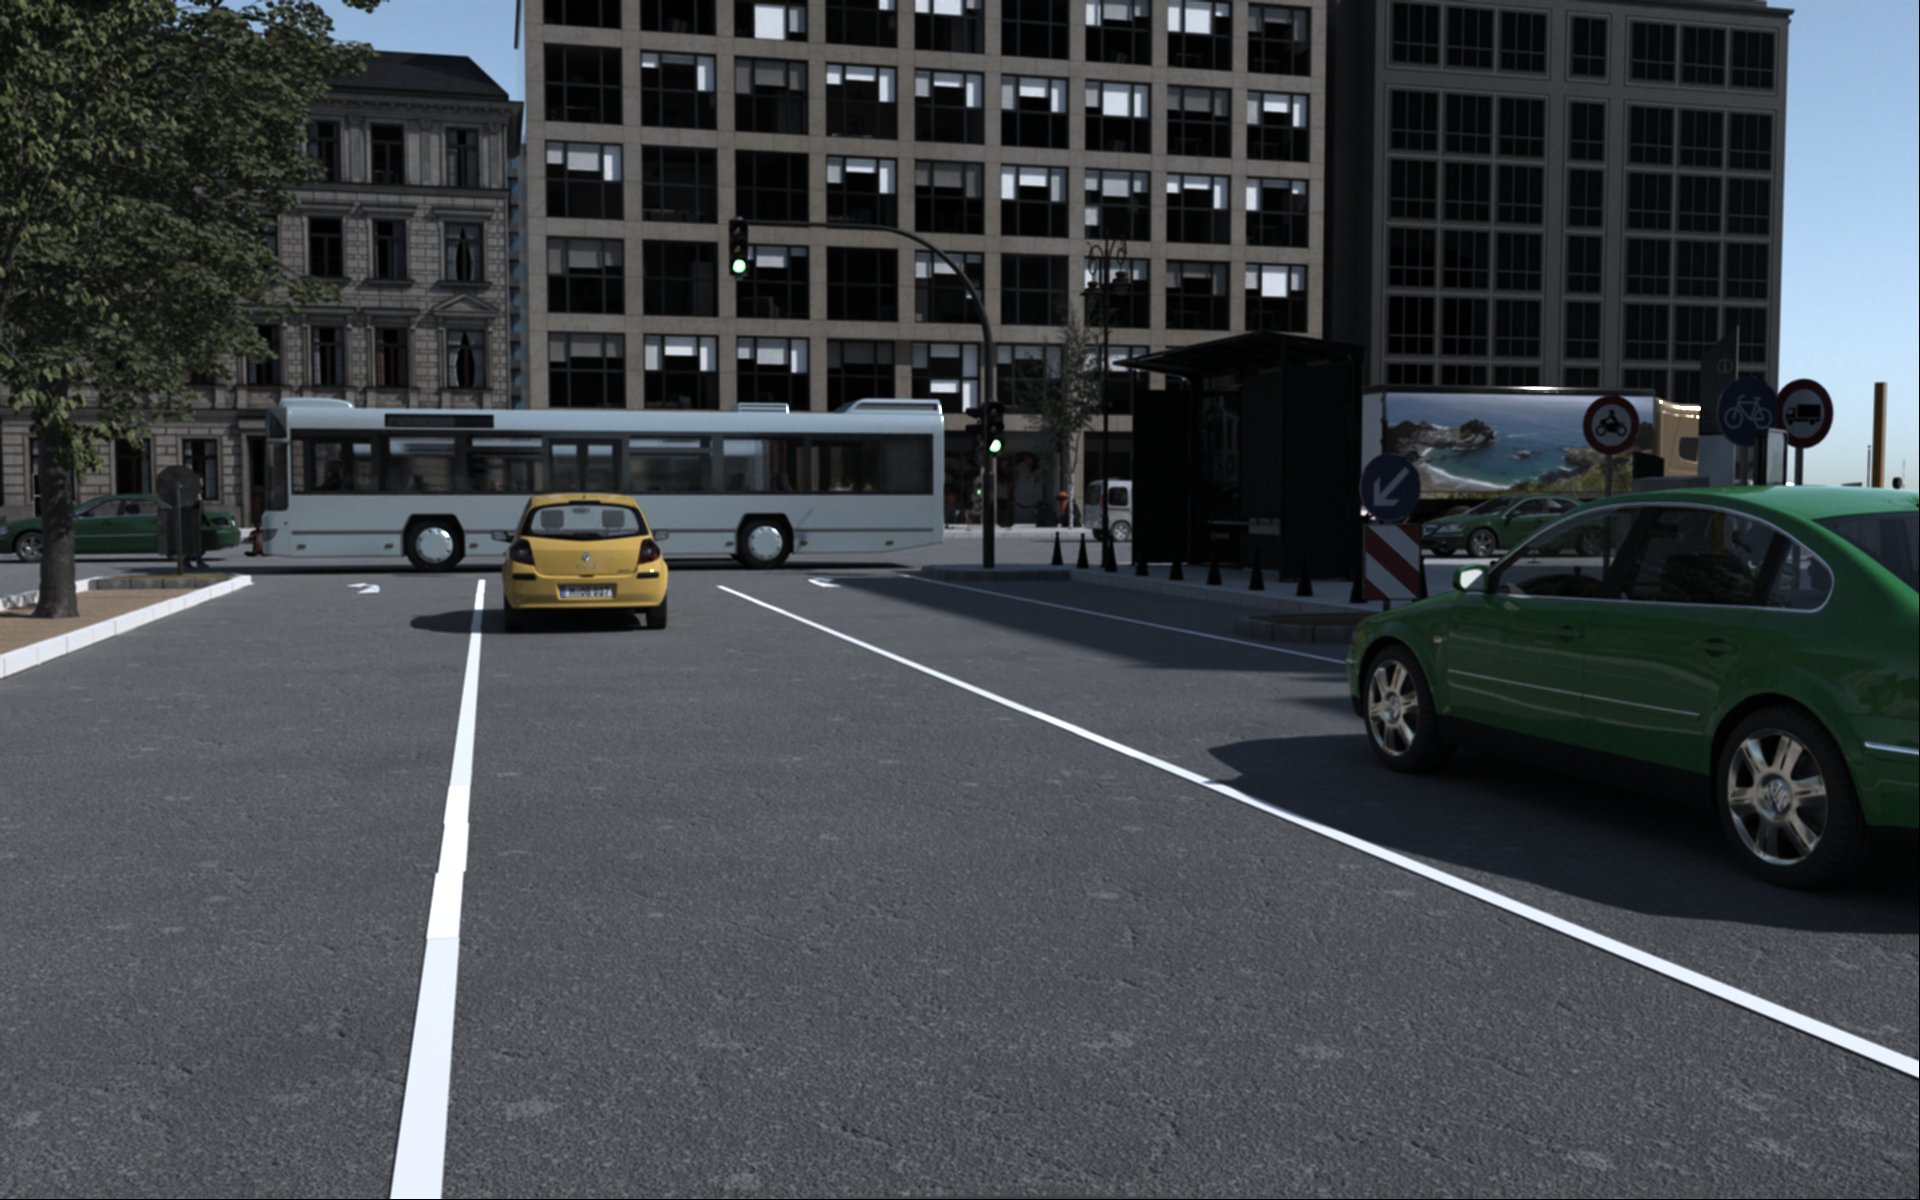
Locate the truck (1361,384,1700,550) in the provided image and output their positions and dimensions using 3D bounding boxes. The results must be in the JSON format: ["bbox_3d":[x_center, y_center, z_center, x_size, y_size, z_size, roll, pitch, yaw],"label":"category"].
[{"bbox_3d":[15.894,-3.524,46.523,11.283,4.237,2.839,-1,4,-14],"label":"truck"}]

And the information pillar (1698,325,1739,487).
[{"bbox_3d":[10.634,-2.015,24.304,0.504,3.616,0.183,2,4,34],"label":"information pillar"}]

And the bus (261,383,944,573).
[{"bbox_3d":[-7.031,-2.332,32.989,13.247,3.499,2.948,-1,4,-14],"label":"bus"}]

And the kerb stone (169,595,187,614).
[{"bbox_3d":[-9.524,0.077,20.938,0.120,0.150,1.000,-1,4,-15],"label":"kerb stone"}]

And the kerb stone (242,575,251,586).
[{"bbox_3d":[-11.136,-0.287,26.884,0.120,0.150,1.000,-1,4,-15],"label":"kerb stone"}]

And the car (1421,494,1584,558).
[{"bbox_3d":[12.847,-1.718,39.892,4.920,1.459,2.131,-1,4,-15],"label":"car"}]

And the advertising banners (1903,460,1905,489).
[{"bbox_3d":[46.935,-5.509,86.267,0.090,3.025,2.074,2,4,33],"label":"advertising banners"}]

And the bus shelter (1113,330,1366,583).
[{"bbox_3d":[4.349,-2.253,28.127,1.731,3.624,6.357,-1,4,-15],"label":"bus shelter"}]

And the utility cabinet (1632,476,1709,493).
[{"bbox_3d":[8.893,-0.801,21.777,0.318,1.500,1.173,-1,4,-12],"label":"utility cabinet"}]

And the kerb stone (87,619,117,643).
[{"bbox_3d":[-8.452,0.323,16.968,0.120,0.150,1.000,-1,4,-15],"label":"kerb stone"}]

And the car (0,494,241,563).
[{"bbox_3d":[-18.065,-1.547,37.084,4.920,1.459,2.131,-1,4,-17],"label":"car"}]

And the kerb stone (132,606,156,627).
[{"bbox_3d":[-8.987,0.198,18.953,0.120,0.150,1.000,-1,4,-15],"label":"kerb stone"}]

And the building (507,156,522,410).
[{"bbox_3d":[-66.787,-37.436,231.679,30.456,49.044,23.786,-1,4,-15],"label":"building"}]

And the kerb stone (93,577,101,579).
[{"bbox_3d":[-13.154,-0.252,26.308,0.120,0.150,1.000,-1,4,-15],"label":"kerb stone"}]

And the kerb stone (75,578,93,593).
[{"bbox_3d":[-12.890,-0.191,25.317,0.120,0.150,1.000,-1,4,-15],"label":"kerb stone"}]

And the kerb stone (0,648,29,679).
[{"bbox_3d":[-7.641,0.502,13.984,0.120,0.150,1.000,-1,4,-15],"label":"kerb stone"}]

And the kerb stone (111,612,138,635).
[{"bbox_3d":[-8.714,0.259,17.964,0.120,0.150,1.000,-1,4,-15],"label":"kerb stone"}]

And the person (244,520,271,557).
[{"bbox_3d":[-16.113,-1.411,39.863,0.859,0.850,0.655,-1,4,-16],"label":"person"}]

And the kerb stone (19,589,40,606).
[{"bbox_3d":[-12.074,-0.009,22.350,0.120,0.150,1.000,-1,4,-15],"label":"kerb stone"}]

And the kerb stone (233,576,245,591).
[{"bbox_3d":[-10.865,-0.222,25.895,0.120,0.150,1.000,-1,4,-15],"label":"kerb stone"}]

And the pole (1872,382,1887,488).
[{"bbox_3d":[16.830,-2.319,31.751,0.158,3.312,0.155,0,3,0],"label":"pole"}]

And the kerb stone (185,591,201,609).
[{"bbox_3d":[-9.789,0.020,21.929,0.120,0.150,1.000,-1,4,-15],"label":"kerb stone"}]

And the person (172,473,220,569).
[{"bbox_3d":[-14.487,-1.492,32.876,0.713,1.824,0.794,1,4,11],"label":"person"}]

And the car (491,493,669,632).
[{"bbox_3d":[-4.270,-0.573,19.585,2.015,1.641,3.980,-1,4,-13],"label":"car"}]

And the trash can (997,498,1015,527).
[{"bbox_3d":[1.771,-3.372,66.787,0.748,1.137,0.748,0,3,0],"label":"trash can"}]

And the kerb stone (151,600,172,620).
[{"bbox_3d":[-9.255,0.138,19.943,0.120,0.150,1.000,-1,4,-15],"label":"kerb stone"}]

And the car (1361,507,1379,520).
[{"bbox_3d":[7.896,-1.824,42.191,4.827,1.381,2.083,-1,4,-14],"label":"car"}]

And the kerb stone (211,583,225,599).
[{"bbox_3d":[-10.329,-0.105,23.909,0.120,0.150,1.000,-1,4,-15],"label":"kerb stone"}]

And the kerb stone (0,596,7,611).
[{"bbox_3d":[-11.815,0.051,21.358,0.120,0.150,1.000,-1,4,-15],"label":"kerb stone"}]

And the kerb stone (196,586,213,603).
[{"bbox_3d":[-10.067,-0.044,22.917,0.120,0.150,1.000,-1,4,-15],"label":"kerb stone"}]

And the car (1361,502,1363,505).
[{"bbox_3d":[14.793,-3.037,58.456,4.718,1.807,1.959,-1,4,-16],"label":"car"}]

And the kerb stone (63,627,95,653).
[{"bbox_3d":[-8.178,0.382,15.973,0.120,0.150,1.000,-1,4,-15],"label":"kerb stone"}]

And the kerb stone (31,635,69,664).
[{"bbox_3d":[-7.909,0.442,14.974,0.120,0.150,1.000,-1,4,-15],"label":"kerb stone"}]

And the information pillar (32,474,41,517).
[{"bbox_3d":[-33.125,-3.531,62.224,0.304,2.012,0.304,-2,4,-28],"label":"information pillar"}]

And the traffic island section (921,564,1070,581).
[{"bbox_3d":[0.506,-0.474,30.034,2.009,0.180,2.903,-1,4,-15],"label":"traffic island section"}]

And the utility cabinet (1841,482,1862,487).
[{"bbox_3d":[17.021,-1.496,33.138,0.318,1.500,1.173,2,4,24],"label":"utility cabinet"}]

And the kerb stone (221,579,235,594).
[{"bbox_3d":[-10.599,-0.165,24.898,0.120,0.150,1.000,-1,4,-15],"label":"kerb stone"}]

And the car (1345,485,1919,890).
[{"bbox_3d":[3.439,0.061,7.803,1.959,1.807,4.718,-1,4,-16],"label":"car"}]
